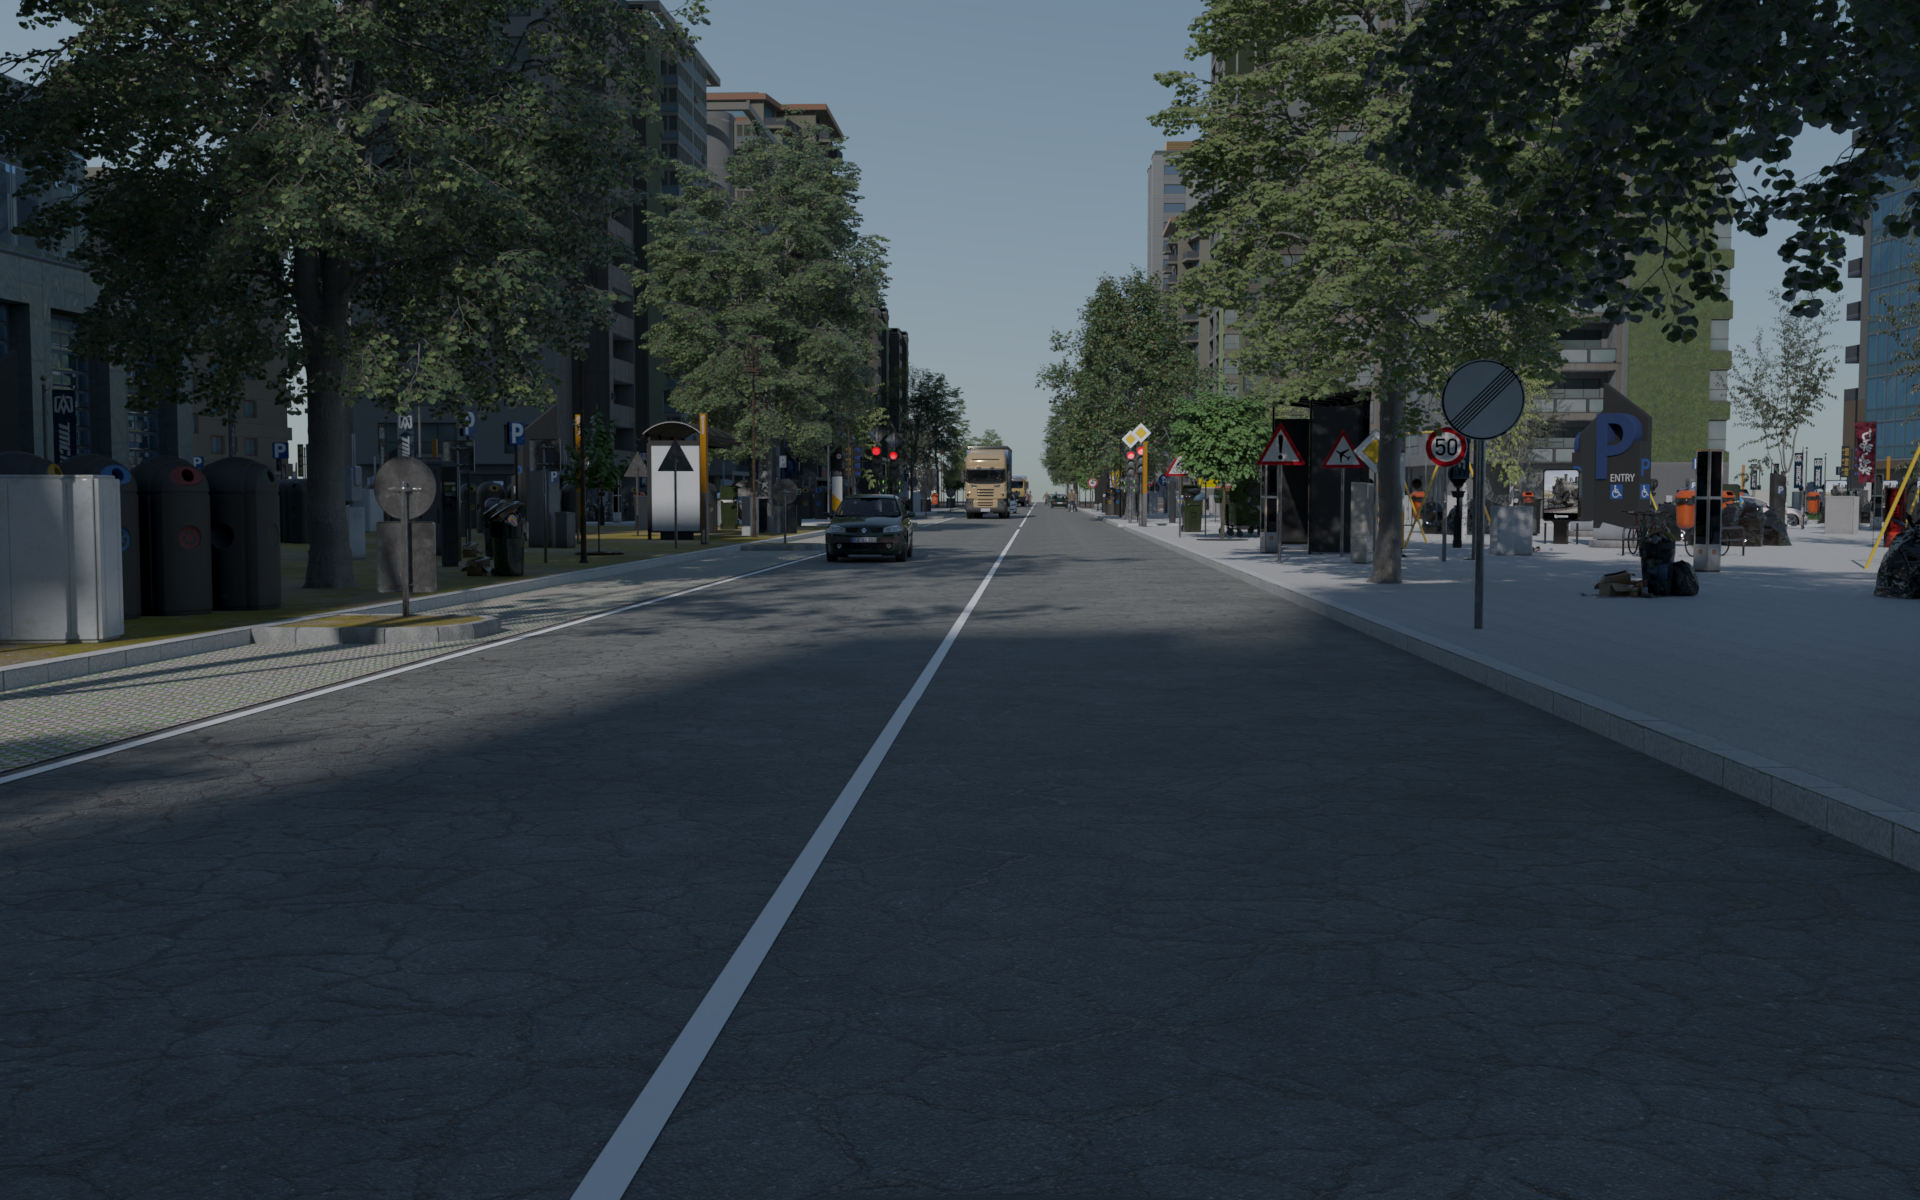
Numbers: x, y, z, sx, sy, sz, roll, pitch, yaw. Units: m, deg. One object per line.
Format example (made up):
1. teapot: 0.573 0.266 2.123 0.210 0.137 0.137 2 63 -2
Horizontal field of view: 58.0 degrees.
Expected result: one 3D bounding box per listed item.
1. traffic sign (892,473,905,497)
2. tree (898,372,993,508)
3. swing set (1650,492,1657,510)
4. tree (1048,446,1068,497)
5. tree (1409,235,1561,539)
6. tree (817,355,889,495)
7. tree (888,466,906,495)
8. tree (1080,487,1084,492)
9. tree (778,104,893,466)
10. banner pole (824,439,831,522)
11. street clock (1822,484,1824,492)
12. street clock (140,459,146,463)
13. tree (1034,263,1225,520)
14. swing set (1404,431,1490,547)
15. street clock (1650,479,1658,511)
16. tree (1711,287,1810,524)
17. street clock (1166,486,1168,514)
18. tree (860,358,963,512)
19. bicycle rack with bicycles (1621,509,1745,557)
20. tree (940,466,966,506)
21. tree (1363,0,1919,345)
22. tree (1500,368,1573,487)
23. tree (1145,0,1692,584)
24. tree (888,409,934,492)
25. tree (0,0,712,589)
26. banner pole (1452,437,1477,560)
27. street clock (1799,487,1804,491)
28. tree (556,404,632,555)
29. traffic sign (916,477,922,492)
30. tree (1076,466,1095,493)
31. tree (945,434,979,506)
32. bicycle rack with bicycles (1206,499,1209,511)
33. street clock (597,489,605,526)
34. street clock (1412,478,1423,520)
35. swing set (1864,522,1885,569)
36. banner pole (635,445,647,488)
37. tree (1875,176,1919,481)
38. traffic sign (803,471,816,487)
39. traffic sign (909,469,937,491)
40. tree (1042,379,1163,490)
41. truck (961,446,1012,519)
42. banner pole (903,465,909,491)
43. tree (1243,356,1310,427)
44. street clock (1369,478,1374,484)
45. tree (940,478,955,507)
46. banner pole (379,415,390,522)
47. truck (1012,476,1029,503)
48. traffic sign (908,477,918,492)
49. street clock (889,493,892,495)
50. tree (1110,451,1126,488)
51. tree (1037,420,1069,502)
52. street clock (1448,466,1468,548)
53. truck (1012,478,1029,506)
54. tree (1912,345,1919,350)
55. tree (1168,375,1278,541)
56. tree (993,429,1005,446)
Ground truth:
1. traffic sign: -3.731 -6.387 104.540 0.768 2.556 0.104 0 4 7
2. tree: -2.466 -14.896 161.682 7.486 12.596 7.792 0 3 0
3. swing set: 24.047 -4.051 63.851 2.862 2.851 3.119 0 4 -6
4. tree: 18.621 -22.779 298.190 9.928 11.665 9.643 0 3 0
5. tree: 14.425 -6.030 48.955 4.737 8.622 4.395 0 3 0
6. tree: -5.373 -8.341 86.742 4.737 8.622 4.395 0 3 0
7. tree: -4.387 -6.882 107.115 1.663 3.219 1.824 0 3 0
8. tree: 13.875 -13.892 177.499 4.360 8.622 3.978 0 3 0
9. tree: -6.659 -9.281 58.398 9.857 13.997 8.962 0 3 0
10. banner pole: -6.021 -5.472 79.485 0.401 3.779 0.863 0 3 0
11. street clock: 62.755 -7.410 125.722 0.471 2.002 0.358 -2 4 -35
12. street clock: -16.571 -1.894 35.536 0.358 2.002 0.471 2 4 24
13. tree: 8.534 -10.363 86.444 9.611 12.733 9.660 0 3 0
14. swing set: 11.533 -2.801 43.410 2.862 2.851 3.119 -1 4 -22
15. street clock: 32.541 -4.699 81.396 0.471 2.002 0.358 -2 4 -25
16. tree: 28.408 -6.685 59.667 4.360 8.622 3.978 0 3 0
17. street clock: 13.499 -6.570 111.989 0.358 2.002 0.471 2 4 35
18. tree: -3.575 -11.341 119.830 8.767 10.594 7.601 2 4 34
19. bicycle rack with bicycles: 14.810 -1.379 35.922 2.925 0.926 2.852 -3 5 -43
20. tree: -0.567 -12.106 181.639 4.285 4.588 4.351 0 3 0
21. tree: 6.125 -6.279 9.319 9.857 13.997 8.962 0 3 0
22. tree: 27.310 -8.194 84.333 4.360 8.622 3.978 0 3 0
23. tree: 6.362 -6.537 25.008 7.486 12.596 7.792 0 3 0
24. tree: -3.527 -11.388 136.558 4.360 8.622 3.978 0 3 0
25. tree: -8.563 -7.143 23.437 9.857 13.997 8.962 0 3 0
26. banner pole: 9.936 -2.686 33.932 0.401 3.779 0.863 -2 4 -24
27. street clock: 71.985 -8.789 148.265 0.358 2.002 0.471 0 4 2
28. tree: -7.593 -2.580 36.789 1.663 3.219 1.824 0 3 0
29. traffic sign: -3.360 -8.182 133.777 0.884 2.594 0.081 1 4 8
30. tree: 11.996 -10.634 157.585 4.285 4.588 4.351 0 3 0
31. tree: -0.032 -14.455 186.698 4.737 8.622 4.395 0 3 0
32. bicycle rack with bicycles: 18.273 -6.499 119.639 2.852 0.926 2.925 -1 4 -16
33. street clock: -14.536 -4.017 70.241 0.358 2.002 0.471 -2 4 -24
34. street clock: 21.020 -4.593 79.661 0.471 2.002 0.358 2 4 27
35. swing set: 17.488 -1.915 28.925 3.119 2.851 2.862 -1 4 -23
36. banner pole: -16.141 -5.973 87.681 0.863 3.779 0.401 -1 4 -10
37. tree: 21.606 -5.319 37.332 4.360 8.622 3.978 0 3 0
38. traffic sign: -8.416 -5.923 96.939 0.768 2.556 0.104 0 4 4
39. traffic sign: -3.018 -8.956 140.311 2.265 3.308 0.079 1 4 9
40. tree: 10.710 -11.399 120.793 7.601 10.594 8.767 2 4 24
41. truck: 1.725 -6.979 103.026 2.839 4.237 11.283 0 4 3
42. banner pole: -4.585 -9.661 147.972 0.863 3.779 0.401 1 4 20
43. tree: 16.459 -8.534 89.894 4.737 8.622 4.395 0 3 0
44. street clock: 18.466 -4.511 78.330 0.471 2.002 0.358 1 4 15
45. tree: -1.121 -11.161 177.081 1.663 3.219 1.824 0 3 0
46. banner pole: -18.130 -3.949 54.582 0.401 3.779 0.863 0 4 4
47. truck: 8.970 -16.444 258.623 2.967 4.110 18.799 0 4 4
48. traffic sign: -3.486 -7.864 128.678 0.768 2.556 0.104 1 4 11
49. street clock: -4.371 -6.381 108.892 0.358 2.002 0.471 0 4 -7
50. tree: 11.543 -10.881 128.271 4.737 8.622 4.395 0 3 0
51. tree: 17.705 -22.843 283.852 12.009 13.543 11.850 0 3 0
52. street clock: 11.855 -2.242 41.235 0.471 2.002 0.358 0 4 6
53. truck: 6.502 -12.768 204.686 3.469 3.379 9.791 0 4 4
54. tree: 31.879 -8.077 50.194 7.486 12.596 7.792 0 3 0
55. tree: 7.234 -3.925 47.884 4.285 4.588 4.351 0 3 0
56. tree: 5.221 -23.411 300.890 7.486 12.596 7.792 0 3 0
